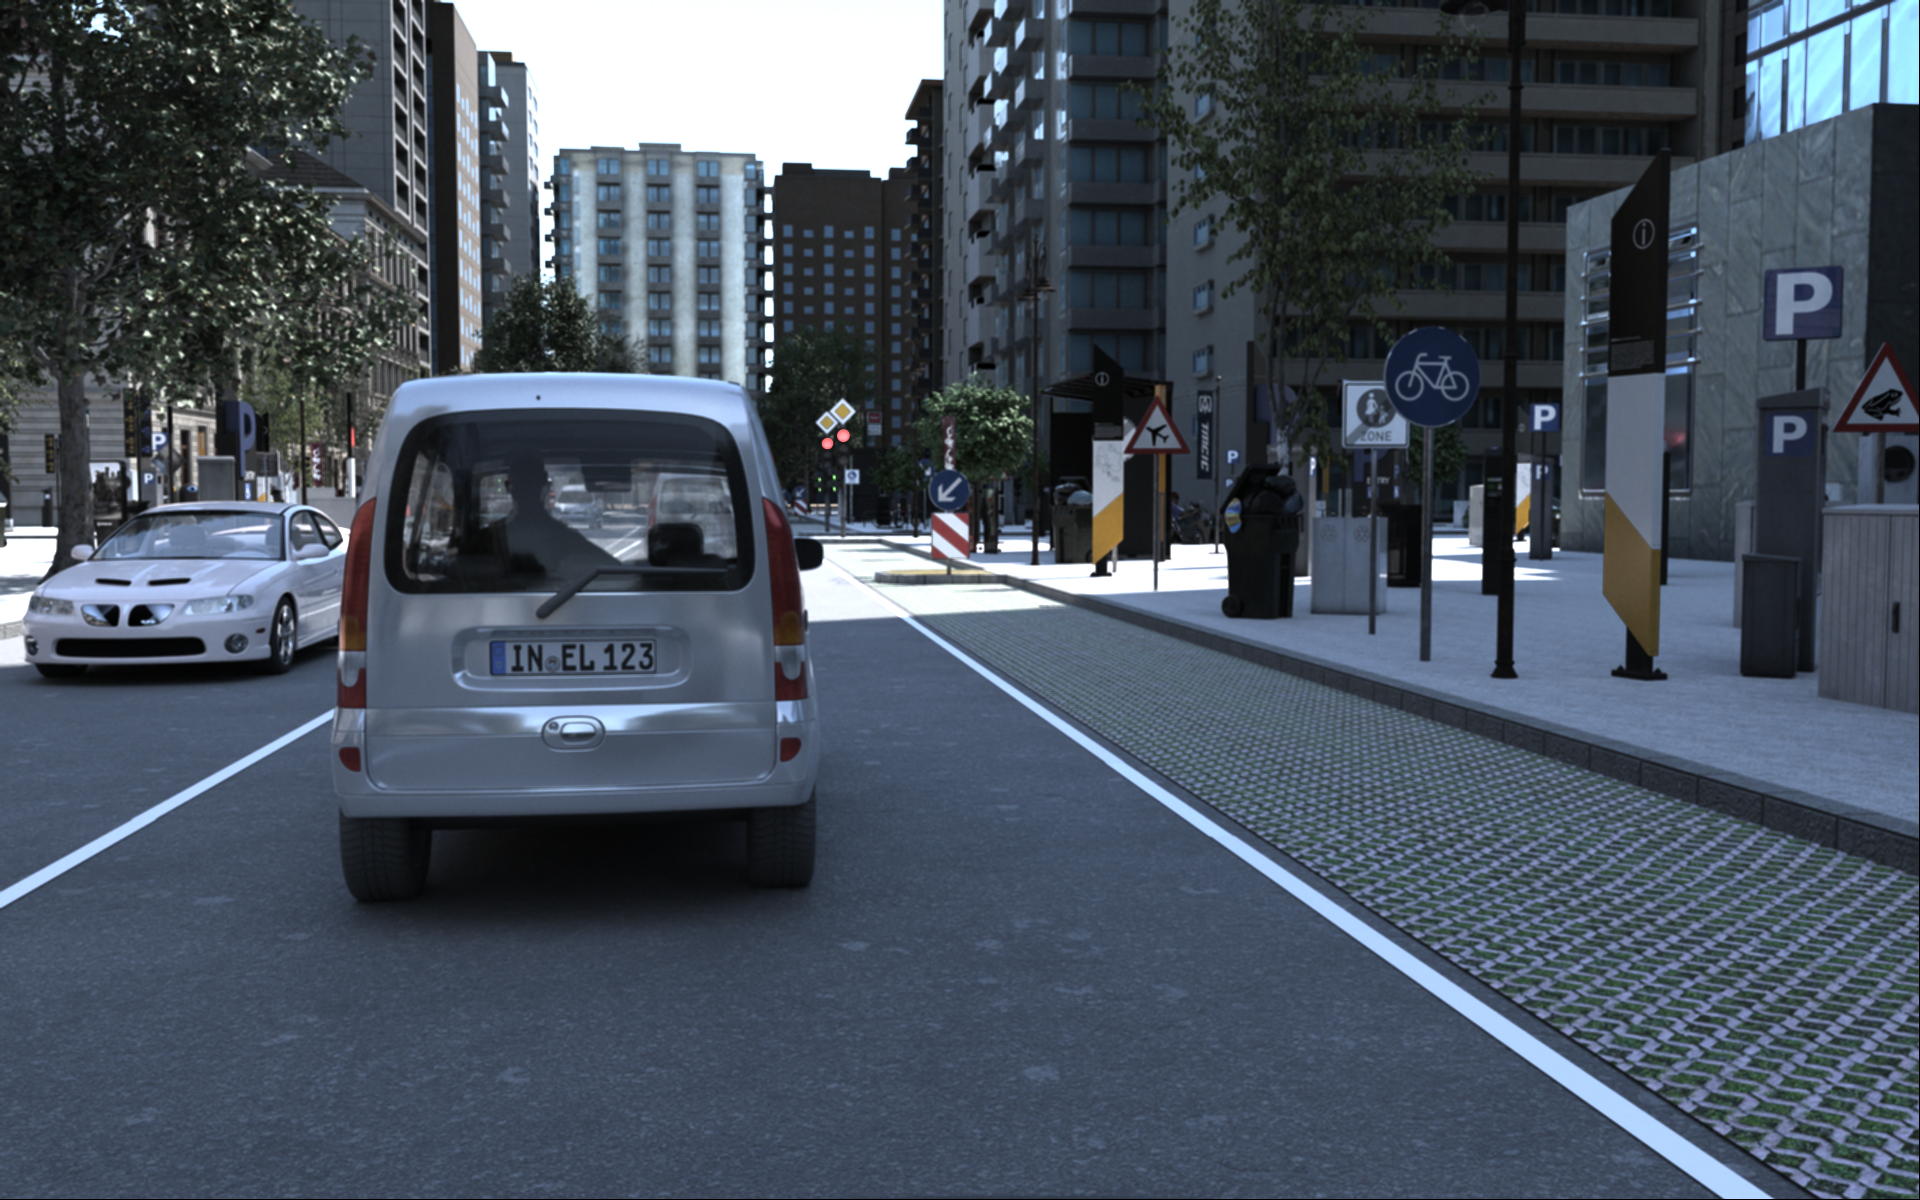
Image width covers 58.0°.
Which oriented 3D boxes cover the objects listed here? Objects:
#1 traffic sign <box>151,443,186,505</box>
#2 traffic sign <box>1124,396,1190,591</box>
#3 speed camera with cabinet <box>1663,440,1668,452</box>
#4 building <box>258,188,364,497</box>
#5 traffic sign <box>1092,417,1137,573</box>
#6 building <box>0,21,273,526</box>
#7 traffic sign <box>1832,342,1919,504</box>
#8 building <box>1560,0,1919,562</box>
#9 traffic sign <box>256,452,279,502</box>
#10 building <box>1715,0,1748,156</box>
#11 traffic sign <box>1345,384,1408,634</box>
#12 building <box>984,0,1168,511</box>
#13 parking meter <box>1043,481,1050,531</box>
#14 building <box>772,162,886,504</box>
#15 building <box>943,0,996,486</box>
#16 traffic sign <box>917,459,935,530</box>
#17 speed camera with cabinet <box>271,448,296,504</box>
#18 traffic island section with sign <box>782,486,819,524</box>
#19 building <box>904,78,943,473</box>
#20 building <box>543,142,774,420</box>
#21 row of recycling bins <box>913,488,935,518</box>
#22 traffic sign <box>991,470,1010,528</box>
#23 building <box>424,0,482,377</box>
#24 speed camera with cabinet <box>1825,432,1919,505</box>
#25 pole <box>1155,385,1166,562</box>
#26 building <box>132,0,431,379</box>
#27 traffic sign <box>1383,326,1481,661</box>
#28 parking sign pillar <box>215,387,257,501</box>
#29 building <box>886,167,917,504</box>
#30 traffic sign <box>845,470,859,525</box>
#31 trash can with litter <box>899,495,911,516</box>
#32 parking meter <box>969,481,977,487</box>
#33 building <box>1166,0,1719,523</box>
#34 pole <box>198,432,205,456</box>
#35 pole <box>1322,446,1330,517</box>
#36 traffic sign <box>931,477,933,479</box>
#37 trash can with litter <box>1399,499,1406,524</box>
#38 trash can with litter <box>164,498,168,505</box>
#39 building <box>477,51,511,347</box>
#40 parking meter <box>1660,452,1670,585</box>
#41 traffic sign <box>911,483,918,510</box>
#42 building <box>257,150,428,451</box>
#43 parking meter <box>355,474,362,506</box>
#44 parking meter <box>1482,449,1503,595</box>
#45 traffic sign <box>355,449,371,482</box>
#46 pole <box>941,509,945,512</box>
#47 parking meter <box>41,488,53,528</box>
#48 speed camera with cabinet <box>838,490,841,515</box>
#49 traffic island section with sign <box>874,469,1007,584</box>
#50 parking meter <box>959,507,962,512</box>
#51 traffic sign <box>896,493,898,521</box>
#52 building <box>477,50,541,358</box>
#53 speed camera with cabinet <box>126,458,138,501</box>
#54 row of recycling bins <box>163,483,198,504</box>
[{"bbox_3d":[-17.996,-2.337,39.402,0.795,2.450,0.064,0,4,-3],"label":"traffic sign"},{"bbox_3d":[2.599,-1.403,22.950,0.884,2.594,0.081,0,4,-4],"label":"traffic sign"},{"bbox_3d":[21.911,-3.622,53.563,0.660,3.252,2.038,2,4,27],"label":"speed camera with cabinet"},{"bbox_3d":[-40.961,-14.315,98.677,10.561,19.102,19.286,0,4,-8],"label":"building"},{"bbox_3d":[2.524,-1.717,28.175,0.768,2.556,0.104,0,4,-4],"label":"traffic sign"},{"bbox_3d":[-39.477,-14.778,77.783,11.583,22.565,21.152,0,4,-8],"label":"building"},{"bbox_3d":[7.912,-0.911,14.899,0.884,2.594,0.081,0,4,-2],"label":"traffic sign"},{"bbox_3d":[26.734,-43.434,22.815,22.319,86.520,31.000,0,4,-8],"label":"building"},{"bbox_3d":[-16.863,-2.446,42.126,0.606,2.300,0.079,0,4,0],"label":"traffic sign"},{"bbox_3d":[50.521,-39.728,87.802,20.611,71.187,20.563,0,4,-8],"label":"building"},{"bbox_3d":[3.770,-0.835,15.778,0.606,2.300,0.079,0,4,-1],"label":"traffic sign"},{"bbox_3d":[13.693,-30.047,110.879,23.786,49.044,30.456,0,4,-8],"label":"building"},{"bbox_3d":[3.014,-3.316,59.921,0.399,1.863,0.255,0,4,5],"label":"parking meter"},{"bbox_3d":[-18.321,-35.903,237.128,14.200,45.320,14.600,0,4,-8],"label":"building"},{"bbox_3d":[13.411,-34.581,154.646,28.713,52.752,27.495,0,4,-8],"label":"building"},{"bbox_3d":[-1.270,-3.822,62.594,0.768,2.556,0.104,0,4,-1],"label":"traffic sign"},{"bbox_3d":[-27.489,-4.709,71.334,2.038,3.252,0.660,2,4,33],"label":"speed camera with cabinet"},{"bbox_3d":[-7.854,-4.592,83.712,1.989,1.847,2.006,0,4,-8],"label":"traffic island section with sign"},{"bbox_3d":[5.743,-32.314,182.961,22.147,44.769,28.867,0,4,-8],"label":"building"},{"bbox_3d":[-41.060,-37.857,238.564,30.456,49.044,23.786,0,4,-8],"label":"building"},{"bbox_3d":[-1.965,-5.263,93.162,1.069,1.692,3.534,0,4,6],"label":"row of recycling bins"},{"bbox_3d":[1.454,-4.022,65.765,0.884,2.594,0.081,0,4,-2],"label":"traffic sign"},{"bbox_3d":[-51.120,-30.917,155.605,14.600,45.320,14.200,0,4,-8],"label":"building"},{"bbox_3d":[13.232,-1.940,26.050,2.038,3.252,0.660,0,4,8],"label":"speed camera with cabinet"},{"bbox_3d":[3.756,-2.366,32.532,0.158,3.312,0.155,0,3,0],"label":"pole"},{"bbox_3d":[-51.374,-42.752,137.252,20.563,71.187,20.611,0,4,-8],"label":"building"},{"bbox_3d":[3.581,-0.804,13.251,0.768,2.556,0.104,0,4,-7],"label":"traffic sign"},{"bbox_3d":[-15.245,-2.939,36.525,1.447,3.967,1.447,0,4,-5],"label":"parking sign pillar"},{"bbox_3d":[-4.178,-36.117,240.618,14.200,45.320,14.600,0,4,-8],"label":"building"},{"bbox_3d":[-4.510,-4.302,72.466,0.606,2.300,0.079,0,4,-1],"label":"traffic sign"},{"bbox_3d":[-3.085,-5.677,103.882,1.678,1.210,2.233,3,4,37],"label":"trash can with litter"},{"bbox_3d":[0.348,-2.665,49.276,0.399,1.863,0.255,-2,4,-30],"label":"parking meter"},{"bbox_3d":[21.586,-28.231,85.279,21.600,48.544,21.300,0,4,-8],"label":"building"},{"bbox_3d":[-25.117,-3.889,57.434,0.158,3.312,0.155,0,3,0],"label":"pole"},{"bbox_3d":[15.274,-4.812,72.511,0.158,3.312,0.155,0,3,0],"label":"pole"},{"bbox_3d":[-1.170,-5.023,84.263,0.606,2.300,0.079,0,4,-3],"label":"traffic sign"},{"bbox_3d":[19.094,-3.861,74.509,1.055,1.170,0.624,3,5,44],"label":"trash can with litter"},{"bbox_3d":[-25.944,-2.718,55.834,1.055,1.170,0.624,-2,4,-27],"label":"trash can with litter"},{"bbox_3d":[-62.032,-34.068,176.622,30.456,49.044,23.786,0,4,-8],"label":"building"},{"bbox_3d":[9.856,-1.152,24.541,0.255,1.863,0.399,0,4,3],"label":"parking meter"},{"bbox_3d":[-2.189,-4.659,78.302,0.606,2.300,0.079,0,4,-2],"label":"traffic sign"},{"bbox_3d":[-43.447,-17.681,117.964,11.050,23.489,19.941,0,4,-8],"label":"building"},{"bbox_3d":[-17.177,-2.698,49.825,0.399,1.863,0.255,2,4,24],"label":"parking meter"},{"bbox_3d":[6.803,-1.000,22.069,0.255,1.863,0.399,1,4,15],"label":"parking meter"},{"bbox_3d":[-16.815,-2.982,48.865,0.768,2.556,0.104,0,4,-1],"label":"traffic sign"},{"bbox_3d":[-0.710,-4.839,72.957,0.158,3.312,0.155,0,3,0],"label":"pole"},{"bbox_3d":[-35.020,-3.549,66.435,0.372,1.533,0.369,0,3,0],"label":"parking meter"},{"bbox_3d":[-7.380,-7.006,108.879,0.660,3.252,2.038,0,4,-4],"label":"speed camera with cabinet"},{"bbox_3d":[-0.371,-1.200,28.242,1.989,1.847,2.006,0,4,-8],"label":"traffic island section with sign"},{"bbox_3d":[0.105,-3.913,72.388,0.372,1.533,0.369,0,3,0],"label":"parking meter"},{"bbox_3d":[-2.982,-5.014,82.088,0.768,2.556,0.104,0,4,0],"label":"traffic sign"},{"bbox_3d":[-70.936,-42.237,232.568,28.212,58.520,21.231,0,4,-8],"label":"building"},{"bbox_3d":[-33.299,-4.495,67.829,2.038,3.252,0.660,0,4,0],"label":"speed camera with cabinet"},{"bbox_3d":[-29.340,-3.664,67.013,3.534,1.692,1.069,-3,5,-39],"label":"row of recycling bins"}]
